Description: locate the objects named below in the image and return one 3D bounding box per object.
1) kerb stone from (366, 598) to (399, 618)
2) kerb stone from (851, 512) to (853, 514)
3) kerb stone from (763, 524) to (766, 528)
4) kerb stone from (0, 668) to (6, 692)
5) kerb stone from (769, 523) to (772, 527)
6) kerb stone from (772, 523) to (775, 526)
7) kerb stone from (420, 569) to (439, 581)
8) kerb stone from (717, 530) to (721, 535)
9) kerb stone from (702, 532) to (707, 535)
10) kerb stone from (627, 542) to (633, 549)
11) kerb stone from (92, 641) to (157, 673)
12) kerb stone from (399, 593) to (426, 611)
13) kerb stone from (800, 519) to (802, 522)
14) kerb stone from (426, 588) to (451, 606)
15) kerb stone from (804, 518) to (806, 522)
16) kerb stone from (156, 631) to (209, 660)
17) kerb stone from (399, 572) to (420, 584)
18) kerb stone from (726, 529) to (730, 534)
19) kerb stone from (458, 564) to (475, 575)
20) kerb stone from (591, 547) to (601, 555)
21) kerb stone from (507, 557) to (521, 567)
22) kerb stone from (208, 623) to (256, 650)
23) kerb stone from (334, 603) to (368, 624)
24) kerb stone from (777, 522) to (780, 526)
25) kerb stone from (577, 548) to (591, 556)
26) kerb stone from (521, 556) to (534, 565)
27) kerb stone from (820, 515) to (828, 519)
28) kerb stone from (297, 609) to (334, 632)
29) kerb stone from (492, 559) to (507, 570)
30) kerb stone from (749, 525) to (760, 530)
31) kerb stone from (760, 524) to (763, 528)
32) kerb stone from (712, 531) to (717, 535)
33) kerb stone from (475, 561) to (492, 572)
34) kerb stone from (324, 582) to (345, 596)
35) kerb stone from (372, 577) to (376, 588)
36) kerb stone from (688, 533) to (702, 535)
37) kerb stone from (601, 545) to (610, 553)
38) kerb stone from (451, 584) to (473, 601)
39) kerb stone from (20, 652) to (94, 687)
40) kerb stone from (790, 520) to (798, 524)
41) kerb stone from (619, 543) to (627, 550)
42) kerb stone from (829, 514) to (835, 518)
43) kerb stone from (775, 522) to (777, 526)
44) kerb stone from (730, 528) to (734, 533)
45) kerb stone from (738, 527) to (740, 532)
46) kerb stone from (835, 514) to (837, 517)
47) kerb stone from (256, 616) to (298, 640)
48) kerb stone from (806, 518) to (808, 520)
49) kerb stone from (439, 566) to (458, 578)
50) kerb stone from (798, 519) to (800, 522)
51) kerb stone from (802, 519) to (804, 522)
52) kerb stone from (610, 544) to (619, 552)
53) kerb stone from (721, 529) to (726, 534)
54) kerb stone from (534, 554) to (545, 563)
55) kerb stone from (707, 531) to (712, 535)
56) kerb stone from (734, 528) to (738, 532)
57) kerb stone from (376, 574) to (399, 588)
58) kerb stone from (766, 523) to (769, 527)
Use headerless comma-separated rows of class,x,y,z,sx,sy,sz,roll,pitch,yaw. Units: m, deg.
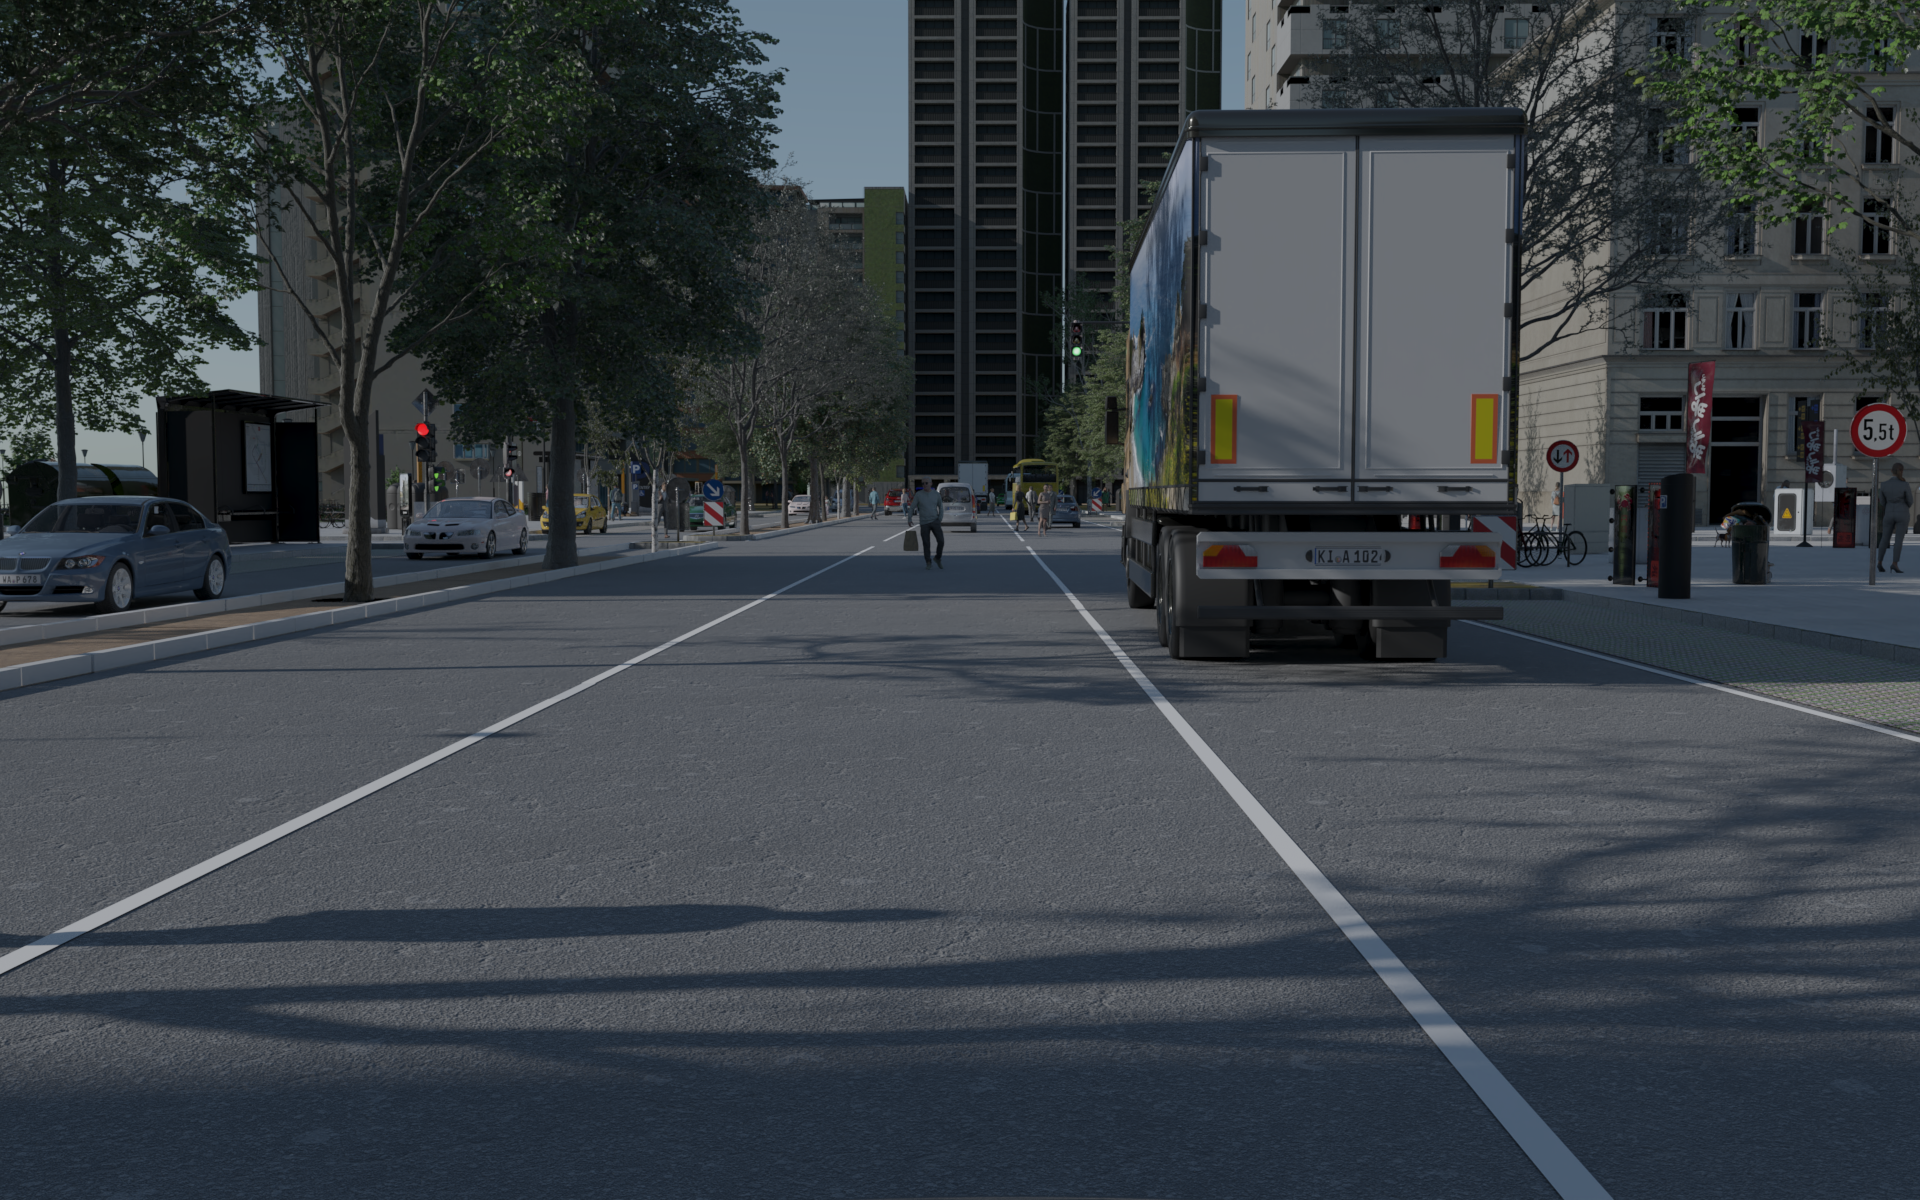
kerb stone,-6.910,0.103,20.519,0.120,0.150,1.000,0,4,1
kerb stone,-7.665,-6.264,124.683,0.120,0.150,1.000,0,4,1
kerb stone,-8.334,-3.063,72.390,0.120,0.150,1.000,0,4,1
kerb stone,-7.019,0.607,12.326,0.120,0.150,1.000,0,4,1
kerb stone,-8.321,-3.194,74.437,0.120,0.150,1.000,0,4,1
kerb stone,-8.299,-3.257,75.459,0.120,0.150,1.000,0,4,1
kerb stone,-8.915,-0.396,28.790,0.120,0.150,1.000,0,4,1
kerb stone,-8.501,-2.318,60.100,0.120,0.150,1.000,0,4,1
kerb stone,-8.538,-2.130,57.022,0.120,0.150,1.000,0,4,1
kerb stone,-8.703,-1.402,45.196,0.120,0.150,1.000,0,4,1
kerb stone,-6.988,0.479,14.371,0.120,0.150,1.000,0,4,1
kerb stone,-6.896,0.040,21.541,0.120,0.150,1.000,0,4,1
kerb stone,-8.166,-3.942,86.708,0.120,0.150,1.000,0,4,1
kerb stone,-6.885,-0.022,22.563,0.120,0.150,1.000,0,4,1
kerb stone,-8.127,-4.068,88.752,0.120,0.150,1.000,0,4,1
kerb stone,-6.978,0.416,15.393,0.120,0.150,1.000,0,4,1
kerb stone,-8.924,-0.341,27.767,0.120,0.150,1.000,0,4,1
kerb stone,-8.473,-2.444,62.149,0.120,0.150,1.000,0,4,1
kerb stone,-8.880,-0.528,30.835,0.120,0.150,1.000,0,4,1
kerb stone,-8.747,-1.156,41.095,0.120,0.150,1.000,0,4,1
kerb stone,-8.844,-0.717,33.920,0.120,0.150,1.000,0,4,1
kerb stone,-6.971,0.353,16.417,0.120,0.150,1.000,0,4,1
kerb stone,-6.926,0.170,19.482,0.120,0.150,1.000,0,4,1
kerb stone,-8.272,-3.382,77.505,0.120,0.150,1.000,0,4,1
kerb stone,-8.760,-1.091,40.073,0.120,0.150,1.000,0,4,1
kerb stone,-8.830,-0.780,34.951,0.120,0.150,1.000,0,4,1
kerb stone,-7.963,-4.823,101.060,0.120,0.150,1.000,0,4,1
kerb stone,-6.943,0.228,18.460,0.120,0.150,1.000,0,4,1
kerb stone,-8.855,-0.654,32.889,0.120,0.150,1.000,0,4,1
kerb stone,-8.365,-2.944,70.343,0.120,0.150,1.000,0,4,1
kerb stone,-8.353,-3.007,71.365,0.120,0.150,1.000,0,4,1
kerb stone,-8.513,-2.256,59.077,0.120,0.150,1.000,0,4,1
kerb stone,-8.868,-0.591,31.863,0.120,0.150,1.000,0,4,1
kerb stone,-8.963,-0.153,24.696,0.120,0.150,1.000,0,4,1
kerb stone,-8.944,-0.215,25.718,0.120,0.150,1.000,0,4,1
kerb stone,-8.556,-2.066,55.992,0.120,0.150,1.000,0,4,1
kerb stone,-8.737,-1.219,42.120,0.120,0.150,1.000,0,4,1
kerb stone,-6.873,-0.085,23.591,0.120,0.150,1.000,0,4,1
kerb stone,-7.012,0.541,13.348,0.120,0.150,1.000,0,4,1
kerb stone,-8.179,-3.821,84.663,0.120,0.150,1.000,0,4,1
kerb stone,-8.708,-1.341,44.174,0.120,0.150,1.000,0,4,1
kerb stone,-7.901,-5.138,106.204,0.120,0.150,1.000,0,4,1
kerb stone,-8.293,-3.318,76.483,0.120,0.150,1.000,0,4,1
kerb stone,-8.459,-2.505,63.176,0.120,0.150,1.000,0,4,1
kerb stone,-8.438,-2.627,65.229,0.120,0.150,1.000,0,4,1
kerb stone,-7.888,-5.198,107.232,0.120,0.150,1.000,0,4,1
kerb stone,-6.955,0.291,17.438,0.120,0.150,1.000,0,4,1
kerb stone,-8.107,-4.127,89.781,0.120,0.150,1.000,0,4,1
kerb stone,-8.888,-0.466,29.811,0.120,0.150,1.000,0,4,1
kerb stone,-8.173,-3.883,85.686,0.120,0.150,1.000,0,4,1
kerb stone,-8.142,-4.007,87.730,0.120,0.150,1.000,0,4,1
kerb stone,-8.724,-1.282,43.152,0.120,0.150,1.000,0,4,1
kerb stone,-8.491,-2.381,61.122,0.120,0.150,1.000,0,4,1
kerb stone,-8.825,-0.840,35.974,0.120,0.150,1.000,0,4,1
kerb stone,-8.530,-2.188,58.045,0.120,0.150,1.000,0,4,1
kerb stone,-8.451,-2.566,64.198,0.120,0.150,1.000,0,4,1
kerb stone,-8.935,-0.278,26.740,0.120,0.150,1.000,0,4,1
kerb stone,-8.331,-3.133,73.412,0.120,0.150,1.000,0,4,1
